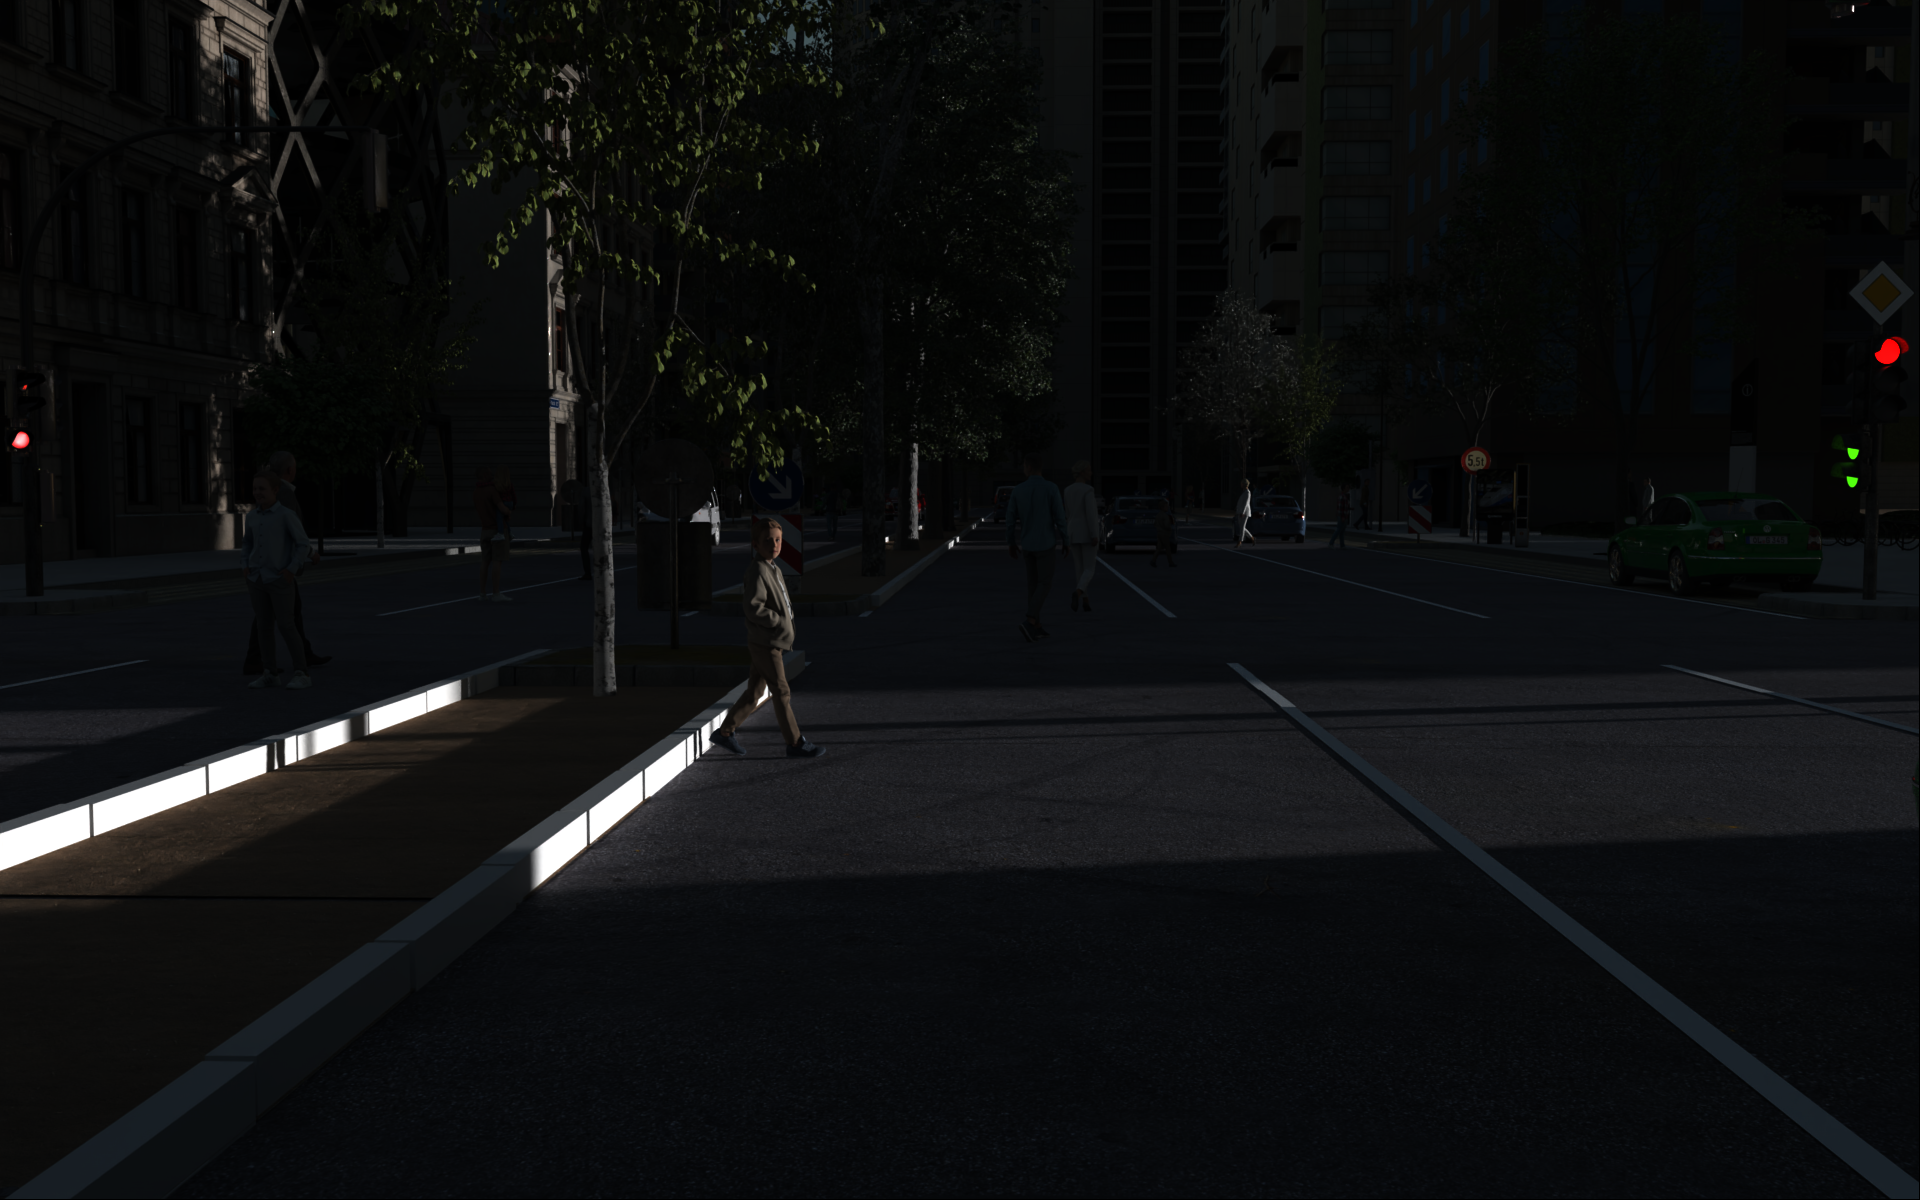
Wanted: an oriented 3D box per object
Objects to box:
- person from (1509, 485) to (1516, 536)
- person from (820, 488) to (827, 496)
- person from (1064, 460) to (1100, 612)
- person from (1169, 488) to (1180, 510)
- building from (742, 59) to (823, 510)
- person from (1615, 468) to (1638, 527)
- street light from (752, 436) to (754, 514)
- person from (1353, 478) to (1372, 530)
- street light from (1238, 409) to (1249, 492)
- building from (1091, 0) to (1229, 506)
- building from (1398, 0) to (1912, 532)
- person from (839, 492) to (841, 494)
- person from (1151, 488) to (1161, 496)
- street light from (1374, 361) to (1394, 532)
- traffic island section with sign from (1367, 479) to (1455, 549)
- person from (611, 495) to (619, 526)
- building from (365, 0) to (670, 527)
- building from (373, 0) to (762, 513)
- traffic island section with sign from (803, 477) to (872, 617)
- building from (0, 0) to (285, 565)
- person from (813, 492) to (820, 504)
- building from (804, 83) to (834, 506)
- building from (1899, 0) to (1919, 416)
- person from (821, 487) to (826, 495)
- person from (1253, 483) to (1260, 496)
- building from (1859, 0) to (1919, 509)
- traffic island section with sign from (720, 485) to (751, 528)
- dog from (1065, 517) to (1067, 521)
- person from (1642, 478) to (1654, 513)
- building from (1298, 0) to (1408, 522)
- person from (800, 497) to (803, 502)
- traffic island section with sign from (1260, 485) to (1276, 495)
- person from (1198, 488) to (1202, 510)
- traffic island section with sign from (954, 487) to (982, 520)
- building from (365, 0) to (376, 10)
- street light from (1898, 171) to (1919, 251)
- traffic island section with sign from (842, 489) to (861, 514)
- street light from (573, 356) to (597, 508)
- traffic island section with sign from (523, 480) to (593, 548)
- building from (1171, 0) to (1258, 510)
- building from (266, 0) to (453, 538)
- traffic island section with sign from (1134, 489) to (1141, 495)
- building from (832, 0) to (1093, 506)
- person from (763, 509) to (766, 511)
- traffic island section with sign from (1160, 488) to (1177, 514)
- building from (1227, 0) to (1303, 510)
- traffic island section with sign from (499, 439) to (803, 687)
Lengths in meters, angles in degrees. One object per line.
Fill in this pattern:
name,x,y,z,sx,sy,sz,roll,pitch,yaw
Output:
person,16.951,-2.843,52.710,0.590,1.801,0.661,-3,4,-39
person,-11.440,-8.599,146.664,1.348,1.821,0.705,3,4,38
person,1.446,-0.764,20.871,0.514,1.842,0.818,2,4,28
person,16.810,-7.962,136.946,1.217,1.743,0.721,1,4,17
building,-24.903,-28.247,153.722,23.993,40.220,32.217,0,4,2
person,15.809,-2.172,40.910,0.474,1.900,0.648,-3,4,-36
street light,-11.244,-7.410,93.943,0.468,5.910,1.993,0,4,2
person,14.443,-3.421,61.895,0.836,1.842,0.656,-1,4,-20
street light,15.456,-7.448,94.569,0.468,5.910,1.993,0,4,2
building,24.836,-46.077,191.610,20.611,71.187,20.563,0,4,2
building,25.091,-25.335,64.339,14.600,45.320,14.200,0,4,2
person,-10.924,-8.850,153.976,0.697,1.427,0.421,1,4,18
person,17.841,-9.270,157.697,1.350,1.814,0.705,0,4,4
street light,14.331,-5.266,58.883,0.468,5.910,1.993,0,4,2
traffic island section with sign,11.881,-2.277,45.852,1.989,1.847,2.006,0,4,2
person,-13.906,-3.602,69.611,0.362,1.253,0.373,2,4,24
building,-20.647,-14.715,76.752,11.583,22.565,21.152,0,4,2
building,-24.870,-27.922,111.146,22.147,44.769,28.867,0,4,2
traffic island section with sign,-2.143,-0.795,21.136,2.006,1.907,1.989,0,4,2
building,-21.863,-10.350,33.847,10.561,19.102,19.286,0,4,2
person,-10.207,-6.948,122.870,0.421,1.427,0.697,-2,4,-35
building,-24.743,-34.841,193.347,21.600,48.544,21.300,0,4,2
building,26.043,-21.044,27.673,14.086,41.232,14.154,0,4,2
person,-10.967,-8.122,138.848,0.705,1.824,1.348,-2,4,-26
person,15.579,-5.206,91.026,0.638,1.841,0.748,-3,5,-40
building,70.008,-37.537,155.733,28.212,58.520,21.231,0,4,2
traffic island section with sign,-9.663,-3.976,73.640,1.989,1.847,2.006,0,4,2
dog,5.066,-3.878,82.693,0.540,0.507,0.406,-2,4,-29
person,22.156,-3.036,55.779,0.391,1.810,0.635,1,4,10
building,24.089,-24.649,86.609,14.154,41.232,14.086,0,4,2
person,-11.156,-6.708,118.986,1.065,1.426,0.557,3,5,41
traffic island section with sign,12.745,-3.932,72.915,1.989,1.847,2.006,0,4,2
person,19.125,-8.024,138.017,0.721,1.735,1.217,0,4,1
traffic island section with sign,0.258,-5.388,96.236,2.006,1.907,1.989,0,4,2
building,-52.835,-32.955,158.429,30.456,49.044,23.786,0,4,2
street light,13.167,-3.088,23.280,0.468,5.910,1.993,0,4,2
traffic island section with sign,-8.062,-7.026,123.495,1.989,1.847,2.006,0,4,2
street light,-12.559,-5.216,58.070,0.468,5.910,1.993,0,4,2
traffic island section with sign,-10.532,-2.328,46.699,1.989,1.847,2.006,0,4,2
building,31.357,-51.283,151.150,22.319,86.520,31.000,0,4,2
building,-24.626,-11.314,52.432,16.820,18.784,16.811,0,4,2
traffic island section with sign,15.222,-8.647,150.002,1.989,1.847,2.006,0,4,2
building,0.268,-39.825,193.140,28.212,58.520,21.231,0,4,2
person,-14.690,-7.501,129.627,0.436,1.711,0.756,2,4,25
traffic island section with sign,14.366,-6.999,123.061,1.989,1.847,2.006,0,4,2
building,34.018,-32.577,121.879,28.713,52.752,27.495,0,4,2
traffic island section with sign,-2.391,-0.342,13.733,2.006,1.907,1.989,0,4,2
